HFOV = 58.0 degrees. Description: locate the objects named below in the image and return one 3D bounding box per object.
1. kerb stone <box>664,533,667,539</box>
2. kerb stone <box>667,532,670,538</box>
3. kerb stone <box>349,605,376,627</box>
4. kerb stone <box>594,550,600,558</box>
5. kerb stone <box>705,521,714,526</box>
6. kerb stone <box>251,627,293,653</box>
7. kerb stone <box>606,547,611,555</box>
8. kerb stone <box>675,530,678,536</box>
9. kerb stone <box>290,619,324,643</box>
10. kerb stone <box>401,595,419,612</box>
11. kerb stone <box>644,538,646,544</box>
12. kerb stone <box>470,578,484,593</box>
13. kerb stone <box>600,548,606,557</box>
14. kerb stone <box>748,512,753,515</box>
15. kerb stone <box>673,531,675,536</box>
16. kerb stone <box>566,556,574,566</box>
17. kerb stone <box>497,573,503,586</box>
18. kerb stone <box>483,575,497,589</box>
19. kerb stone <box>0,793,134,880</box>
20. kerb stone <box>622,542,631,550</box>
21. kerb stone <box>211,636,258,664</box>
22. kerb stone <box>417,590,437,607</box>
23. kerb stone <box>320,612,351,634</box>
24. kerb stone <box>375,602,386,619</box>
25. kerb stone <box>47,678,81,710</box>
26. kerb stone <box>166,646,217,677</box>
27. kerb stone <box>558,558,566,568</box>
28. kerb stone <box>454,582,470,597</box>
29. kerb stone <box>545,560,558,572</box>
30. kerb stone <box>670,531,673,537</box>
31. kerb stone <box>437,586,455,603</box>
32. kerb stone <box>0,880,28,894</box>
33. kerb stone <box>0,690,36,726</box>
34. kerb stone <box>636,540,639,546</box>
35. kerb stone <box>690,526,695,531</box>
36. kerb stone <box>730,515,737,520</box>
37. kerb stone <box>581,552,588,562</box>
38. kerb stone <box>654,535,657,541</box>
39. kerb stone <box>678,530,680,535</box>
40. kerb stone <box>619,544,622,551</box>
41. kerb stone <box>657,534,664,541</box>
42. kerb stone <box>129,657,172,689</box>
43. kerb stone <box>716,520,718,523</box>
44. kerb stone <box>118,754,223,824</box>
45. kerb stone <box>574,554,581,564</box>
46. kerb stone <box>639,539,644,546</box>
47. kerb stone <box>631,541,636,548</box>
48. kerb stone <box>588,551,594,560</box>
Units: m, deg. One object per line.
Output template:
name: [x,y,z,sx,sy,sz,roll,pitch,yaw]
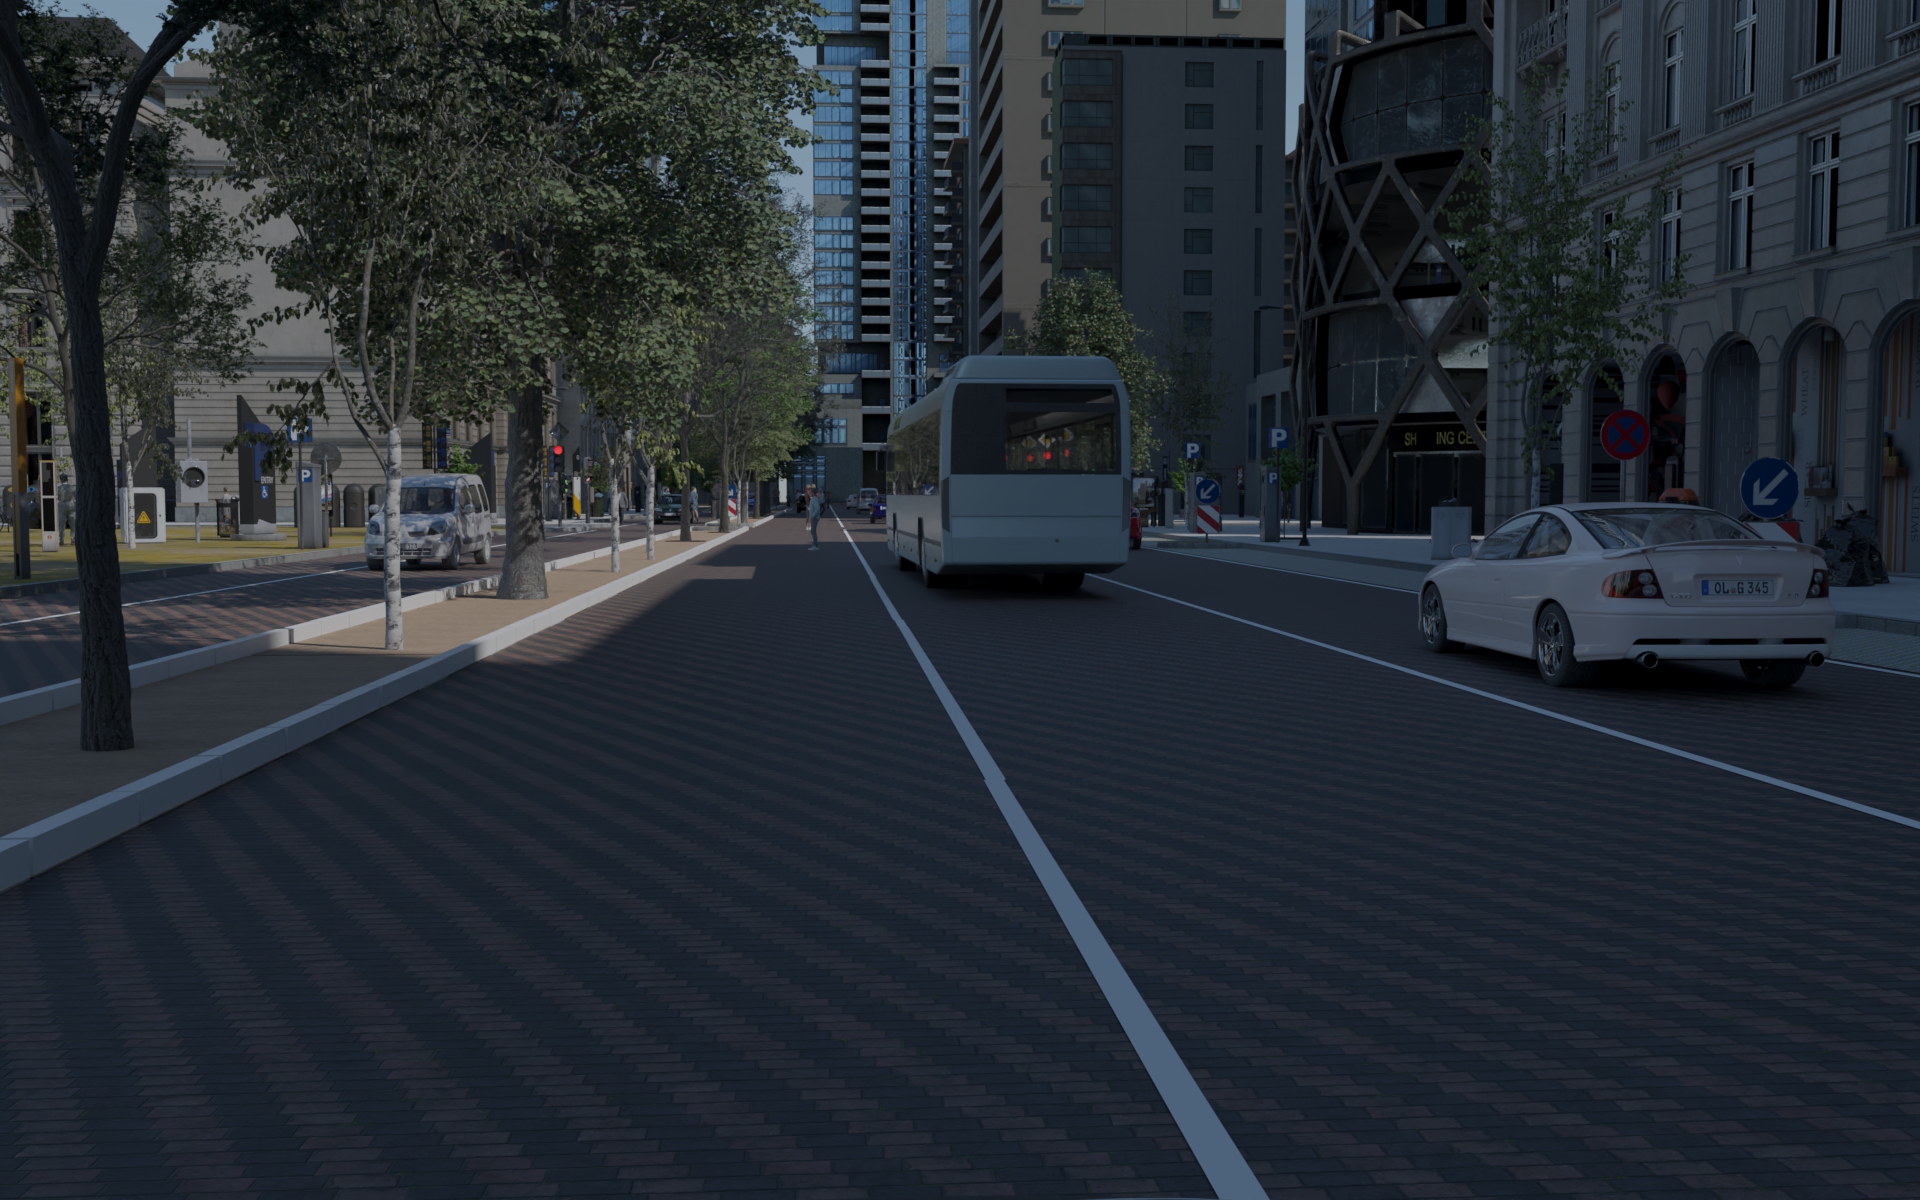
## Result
kerb stone: [-9.458,-1.993,54.775,0.120,0.150,1.000,0,4,-5]
kerb stone: [-9.536,-2.055,55.795,0.120,0.150,1.000,0,4,-5]
kerb stone: [-6.624,0.195,19.009,0.120,0.150,1.000,0,4,-5]
kerb stone: [-8.168,-0.993,38.433,0.120,0.150,1.000,0,4,-5]
kerb stone: [-11.284,-3.404,77.843,0.120,0.150,1.000,0,4,-5]
kerb stone: [-6.387,0.382,15.951,0.120,0.150,1.000,0,4,-5]
kerb stone: [-8.327,-1.114,40.474,0.120,0.150,1.000,0,4,-5]
kerb stone: [-9.773,-2.242,58.860,0.120,0.150,1.000,0,4,-5]
kerb stone: [-6.464,0.324,16.970,0.120,0.150,1.000,0,4,-5]
kerb stone: [-6.788,0.070,21.072,0.120,0.150,1.000,0,4,-5]
kerb stone: [-8.977,-1.618,48.650,0.120,0.150,1.000,0,4,-5]
kerb stone: [-7.109,-0.181,25.158,0.120,0.150,1.000,0,4,-5]
kerb stone: [-8.245,-1.055,39.452,0.120,0.150,1.000,0,4,-5]
kerb stone: [-15.013,-6.281,124.883,0.120,0.150,1.000,0,4,-5]
kerb stone: [-9.701,-2.180,57.834,0.120,0.150,1.000,0,4,-5]
kerb stone: [-7.843,-0.742,34.356,0.120,0.150,1.000,0,4,-5]
kerb stone: [-7.274,-0.305,27.205,0.120,0.150,1.000,0,4,-5]
kerb stone: [-7.195,-0.242,26.186,0.120,0.150,1.000,0,4,-5]
kerb stone: [-3.561,0.932,6.964,0.120,0.150,1.000,0,4,-5]
kerb stone: [-8.644,-1.368,44.561,0.120,0.150,1.000,0,4,-5]
kerb stone: [-6.300,0.444,14.932,0.120,0.150,1.000,0,4,-5]
kerb stone: [-6.875,0.006,22.098,0.120,0.150,1.000,0,4,-5]
kerb stone: [-6.547,0.257,17.990,0.120,0.150,1.000,0,4,-5]
kerb stone: [-6.711,0.133,20.027,0.120,0.150,1.000,0,4,-5]
kerb stone: [-6.053,0.631,11.872,0.120,0.150,1.000,0,4,-5]
kerb stone: [-6.223,0.507,13.912,0.120,0.150,1.000,0,4,-5]
kerb stone: [-7.760,-0.681,33.336,0.120,0.150,1.000,0,4,-5]
kerb stone: [-7.031,-0.118,24.140,0.120,0.150,1.000,0,4,-5]
kerb stone: [-7.676,-0.619,32.312,0.120,0.150,1.000,0,4,-5]
kerb stone: [-9.614,-2.117,56.814,0.120,0.150,1.000,0,4,-5]
kerb stone: [-6.946,-0.055,23.117,0.120,0.150,1.000,0,4,-5]
kerb stone: [-3.477,0.995,5.931,0.120,0.150,1.000,0,4,-5]
kerb stone: [-5.974,0.694,10.853,0.120,0.150,1.000,0,4,-5]
kerb stone: [-8.812,-1.493,46.598,0.120,0.150,1.000,0,4,-5]
kerb stone: [-10.511,-2.805,68.053,0.120,0.150,1.000,0,4,-5]
kerb stone: [-13.071,-4.769,100.357,0.120,0.150,1.000,0,4,-5]
kerb stone: [-7.998,-0.869,36.397,0.120,0.150,1.000,0,4,-5]
kerb stone: [-9.219,-1.806,51.717,0.120,0.150,1.000,0,4,-5]
kerb stone: [-9.854,-2.305,59.881,0.120,0.150,1.000,0,4,-5]
kerb stone: [-8.485,-1.238,42.524,0.120,0.150,1.000,0,4,-5]
kerb stone: [-9.382,-1.930,53.754,0.120,0.150,1.000,0,4,-5]
kerb stone: [-6.139,0.569,12.890,0.120,0.150,1.000,0,4,-5]
kerb stone: [-11.531,-3.591,80.908,0.120,0.150,1.000,0,4,-5]
kerb stone: [-3.647,0.871,7.987,0.120,0.150,1.000,0,4,-5]
kerb stone: [-7.918,-0.800,35.378,0.120,0.150,1.000,0,4,-5]
kerb stone: [-8.885,-1.554,47.624,0.120,0.150,1.000,0,4,-5]
kerb stone: [-8.721,-1.430,45.580,0.120,0.150,1.000,0,4,-5]
kerb stone: [-8.079,-0.931,37.415,0.120,0.150,1.000,0,4,-5]
